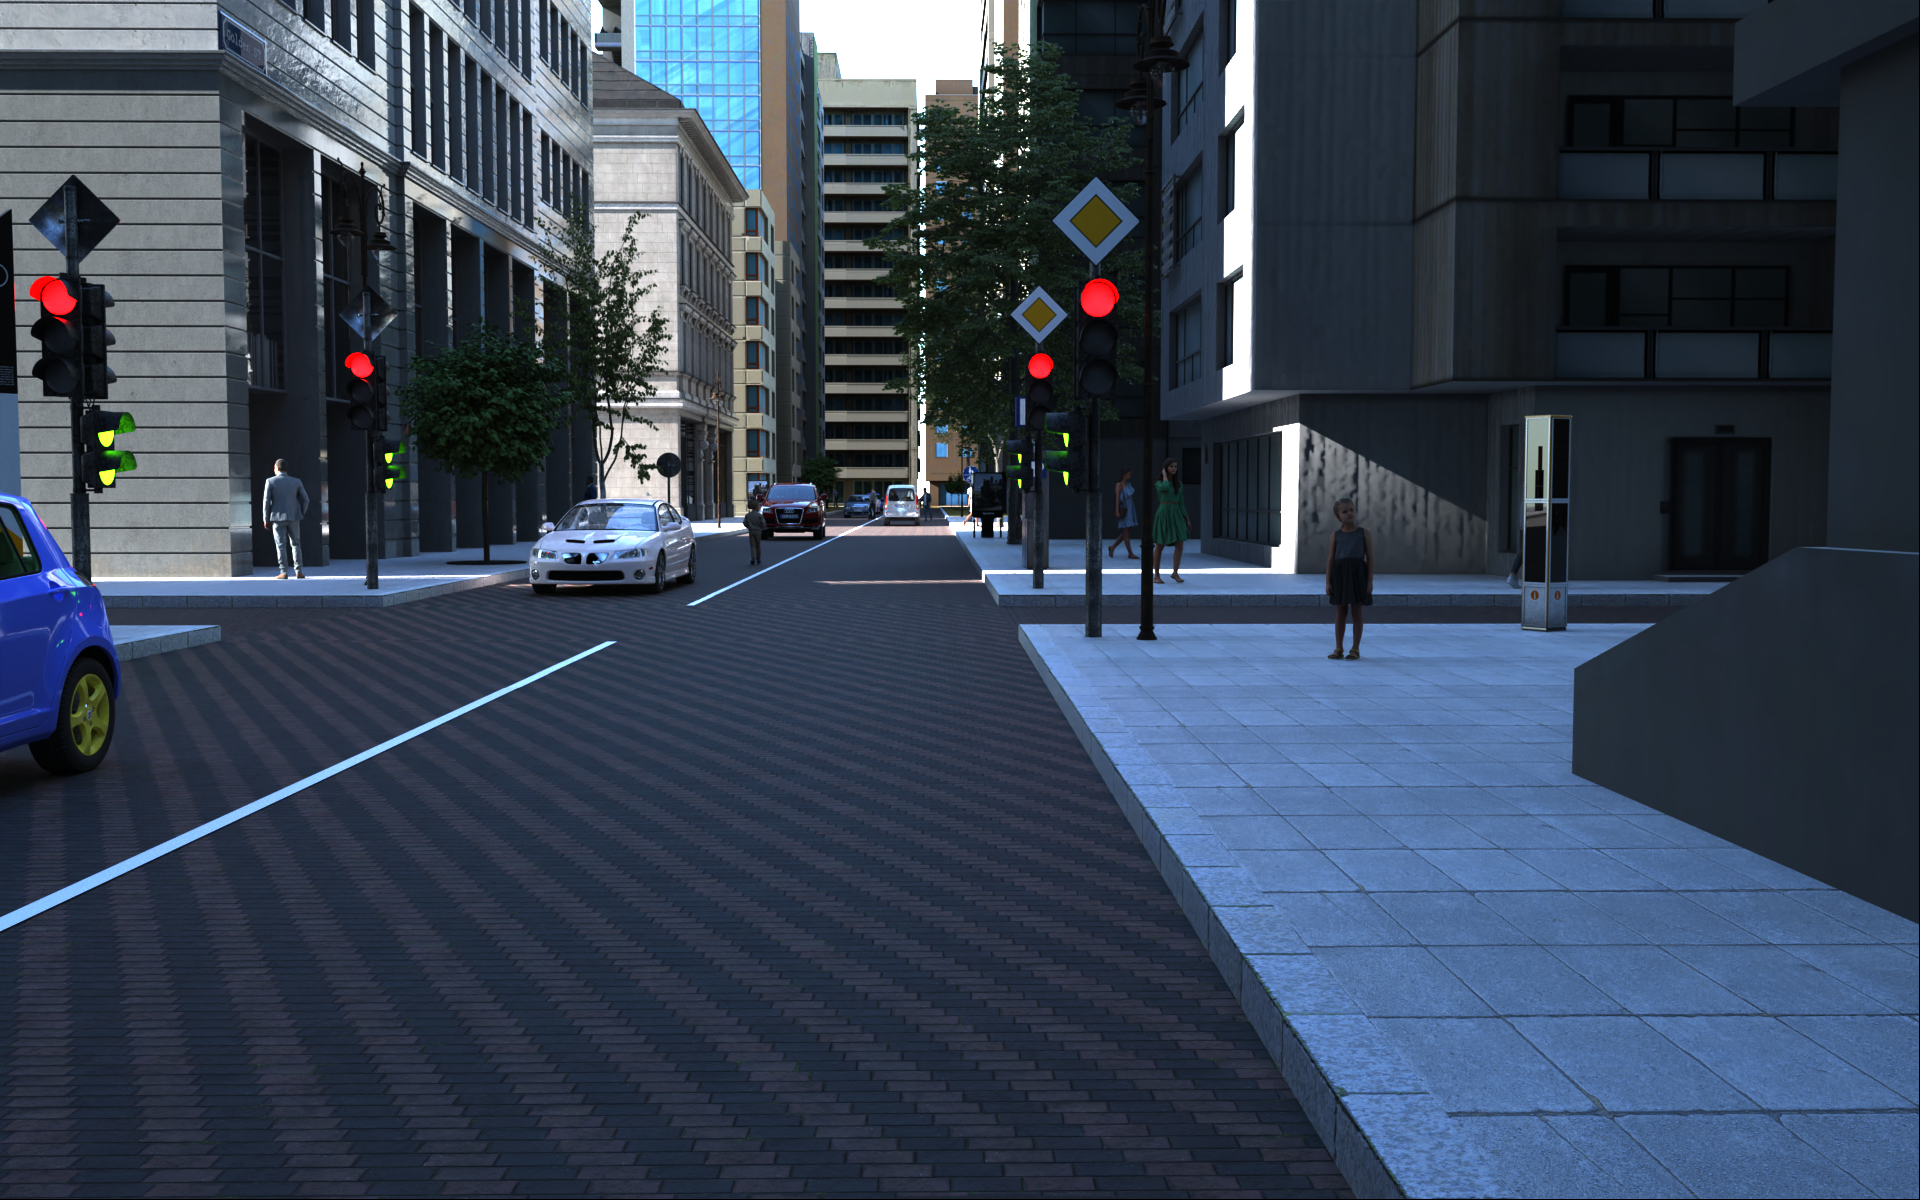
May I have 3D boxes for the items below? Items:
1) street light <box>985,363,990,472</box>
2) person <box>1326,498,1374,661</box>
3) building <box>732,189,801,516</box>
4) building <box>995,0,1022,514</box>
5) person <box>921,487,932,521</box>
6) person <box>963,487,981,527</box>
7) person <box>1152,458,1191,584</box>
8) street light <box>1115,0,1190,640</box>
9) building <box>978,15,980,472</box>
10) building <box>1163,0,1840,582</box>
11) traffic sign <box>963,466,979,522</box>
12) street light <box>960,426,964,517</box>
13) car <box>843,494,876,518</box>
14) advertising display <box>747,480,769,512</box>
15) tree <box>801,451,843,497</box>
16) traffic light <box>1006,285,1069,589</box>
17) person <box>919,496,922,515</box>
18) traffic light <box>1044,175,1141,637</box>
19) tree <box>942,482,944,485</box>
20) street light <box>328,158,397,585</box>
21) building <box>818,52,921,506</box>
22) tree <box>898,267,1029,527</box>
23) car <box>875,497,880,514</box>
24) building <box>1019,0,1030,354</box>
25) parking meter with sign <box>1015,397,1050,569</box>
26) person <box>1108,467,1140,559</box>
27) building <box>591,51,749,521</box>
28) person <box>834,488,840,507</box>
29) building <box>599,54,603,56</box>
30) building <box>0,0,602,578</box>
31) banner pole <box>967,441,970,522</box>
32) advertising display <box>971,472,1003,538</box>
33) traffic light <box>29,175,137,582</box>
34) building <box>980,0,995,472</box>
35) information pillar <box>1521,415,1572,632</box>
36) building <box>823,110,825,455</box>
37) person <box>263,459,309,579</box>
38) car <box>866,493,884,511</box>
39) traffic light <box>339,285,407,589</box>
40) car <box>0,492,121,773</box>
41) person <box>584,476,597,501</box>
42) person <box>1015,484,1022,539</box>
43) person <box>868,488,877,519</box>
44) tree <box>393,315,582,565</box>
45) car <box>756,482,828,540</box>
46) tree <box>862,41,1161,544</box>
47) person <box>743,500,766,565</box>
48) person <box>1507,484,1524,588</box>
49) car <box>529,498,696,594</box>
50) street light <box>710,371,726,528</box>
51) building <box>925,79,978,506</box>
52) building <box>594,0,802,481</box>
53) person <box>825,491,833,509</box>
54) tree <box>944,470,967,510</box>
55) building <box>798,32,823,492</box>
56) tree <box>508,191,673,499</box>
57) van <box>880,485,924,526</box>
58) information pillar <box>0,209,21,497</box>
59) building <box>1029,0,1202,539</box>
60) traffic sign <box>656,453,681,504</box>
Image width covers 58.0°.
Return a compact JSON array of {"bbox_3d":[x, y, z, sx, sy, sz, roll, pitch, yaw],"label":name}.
[{"bbox_3d":[0.884,-5.151,57.003,0.468,5.910,1.993,0,4,-1],"label":"street light"},{"bbox_3d":[3.014,-0.164,13.391,0.362,1.253,0.373,2,4,27],"label":"person"},{"bbox_3d":[-25.325,-16.374,112.761,27.650,21.520,28.899,0,4,-1],"label":"building"},{"bbox_3d":[9.439,-28.401,114.461,14.600,45.320,14.200,0,4,-1],"label":"building"},{"bbox_3d":[-1.763,-5.044,91.320,0.623,1.781,0.721,1,4,18],"label":"person"},{"bbox_3d":[0.525,-3.732,67.149,0.778,1.811,0.616,-2,4,-23],"label":"person"},{"bbox_3d":[2.996,-1.133,24.809,0.600,1.795,0.529,-3,4,-36],"label":"person"},{"bbox_3d":[1.648,-2.588,15.103,0.468,5.910,1.993,0,4,-1],"label":"street light"},{"bbox_3d":[8.548,-28.556,150.478,14.154,41.232,14.086,0,4,-1],"label":"building"},{"bbox_3d":[11.340,-21.176,29.817,14.086,41.232,14.154,0,4,-1],"label":"building"},{"bbox_3d":[0.506,-4.800,78.591,0.768,2.556,0.104,0,4,3],"label":"traffic sign"},{"bbox_3d":[0.116,-7.653,97.912,0.468,5.910,1.993,0,4,-1],"label":"street light"},{"bbox_3d":[-6.048,-5.674,104.767,2.014,1.417,4.499,0,3,0],"label":"car"},{"bbox_3d":[-9.278,-4.550,79.604,0.974,1.923,0.123,0,4,6],"label":"advertising display"},{"bbox_3d":[-10.483,-8.998,130.838,4.285,4.588,4.351,0,3,0],"label":"tree"},{"bbox_3d":[1.046,-2.111,23.443,0.839,4.253,0.868,0,4,-1],"label":"traffic light"},{"bbox_3d":[-2.697,-6.660,120.630,0.697,1.427,0.421,-3,4,-36],"label":"person"},{"bbox_3d":[1.182,-1.623,15.459,0.839,4.253,0.868,0,4,-1],"label":"traffic light"},{"bbox_3d":[-0.860,-9.922,156.825,1.663,3.219,1.824,0,3,0],"label":"tree"},{"bbox_3d":[-8.320,-3.149,24.277,0.468,5.910,1.993,0,4,-1],"label":"street light"},{"bbox_3d":[-15.261,-34.899,194.292,21.600,48.544,21.300,0,4,-1],"label":"building"},{"bbox_3d":[1.614,-8.087,66.633,8.767,10.594,7.601,0,4,6],"label":"tree"},{"bbox_3d":[-6.731,-6.856,124.459,2.083,1.381,4.827,0,4,1],"label":"car"},{"bbox_3d":[16.923,-30.283,84.361,28.713,52.752,27.495,0,4,-1],"label":"building"},{"bbox_3d":[1.294,-2.077,30.221,0.543,3.016,1.738,0,4,-3],"label":"parking meter with sign"},{"bbox_3d":[3.215,-1.722,34.287,0.778,1.811,0.616,3,5,42],"label":"person"},{"bbox_3d":[-16.546,-13.747,75.670,10.553,20.767,40.483,0,4,-1],"label":"building"},{"bbox_3d":[-12.026,-10.014,169.634,0.599,1.838,0.709,2,4,27],"label":"person"},{"bbox_3d":[-34.825,-29.392,164.146,14.086,41.232,14.154,0,4,-1],"label":"building"},{"bbox_3d":[-16.825,-16.074,40.309,11.434,29.767,29.804,0,4,-1],"label":"building"},{"bbox_3d":[0.380,-5.550,80.755,0.401,3.779,0.863,1,4,11],"label":"banner pole"},{"bbox_3d":[0.809,-2.796,50.922,0.974,1.923,0.123,-1,4,-22],"label":"advertising display"},{"bbox_3d":[-7.777,-1.613,15.290,0.839,4.253,0.868,0,4,-1],"label":"traffic light"},{"bbox_3d":[12.458,-31.120,132.510,21.300,48.544,21.600,0,4,-1],"label":"building"},{"bbox_3d":[5.499,-0.719,16.246,0.304,2.012,0.304,-2,4,-34],"label":"information pillar"},{"bbox_3d":[-20.078,-29.471,165.438,14.086,41.232,14.154,0,4,-1],"label":"building"},{"bbox_3d":[-10.180,-1.224,26.154,0.635,1.810,0.391,-3,5,-42],"label":"person"},{"bbox_3d":[-7.409,-8.448,147.711,1.945,1.707,3.694,0,4,-2],"label":"car"},{"bbox_3d":[-7.914,-2.101,23.274,0.839,4.253,0.868,0,4,-1],"label":"traffic light"},{"bbox_3d":[-5.272,0.121,7.618,1.945,1.707,3.694,0,4,-2],"label":"car"},{"bbox_3d":[-10.718,-2.688,50.175,0.419,1.800,0.721,-1,4,-22],"label":"person"},{"bbox_3d":[1.446,-1.819,35.745,0.622,1.834,0.822,0,4,6],"label":"person"},{"bbox_3d":[-4.978,-5.487,98.390,0.473,1.802,0.592,2,4,33],"label":"person"},{"bbox_3d":[-8.682,-2.950,31.951,4.285,4.588,4.351,0,3,0],"label":"tree"},{"bbox_3d":[-5.409,-2.899,56.067,2.281,1.827,5.304,0,4,-3],"label":"car"},{"bbox_3d":[1.428,-7.673,43.577,7.486,12.596,7.792,0,3,0],"label":"tree"},{"bbox_3d":[-4.194,-1.378,35.306,0.475,1.303,0.640,0,4,-6],"label":"person"},{"bbox_3d":[7.772,-1.059,23.541,0.728,1.800,0.709,0,4,-8],"label":"person"},{"bbox_3d":[-5.210,-0.863,26.464,2.083,1.381,4.827,0,4,1],"label":"car"},{"bbox_3d":[-9.084,-5.651,65.186,0.468,5.910,1.993,0,4,-1],"label":"street light"},{"bbox_3d":[3.292,-33.060,190.644,14.200,45.320,14.600,0,4,-1],"label":"building"},{"bbox_3d":[-19.775,-29.626,134.496,14.600,45.320,14.200,0,4,-1],"label":"building"},{"bbox_3d":[-11.401,-8.846,151.204,0.750,1.759,0.617,-1,4,-19],"label":"person"},{"bbox_3d":[-0.068,-9.042,142.437,1.663,3.219,1.824,0,3,0],"label":"tree"},{"bbox_3d":[-19.585,-28.449,148.743,14.154,41.232,14.086,0,4,-1],"label":"building"},{"bbox_3d":[-8.759,-5.610,42.087,4.737,8.622,4.395,0,3,0],"label":"tree"},{"bbox_3d":[-2.658,-4.427,79.391,2.013,2.044,4.112,0,4,-1],"label":"van"},{"bbox_3d":[-7.942,-1.395,14.162,0.183,3.616,0.504,3,5,39],"label":"information pillar"},{"bbox_3d":[9.108,-17.335,55.122,14.160,30.474,14.107,0,4,-1],"label":"building"},{"bbox_3d":[-8.942,-3.248,53.206,0.768,2.556,0.104,0,4,1],"label":"traffic sign"}]
